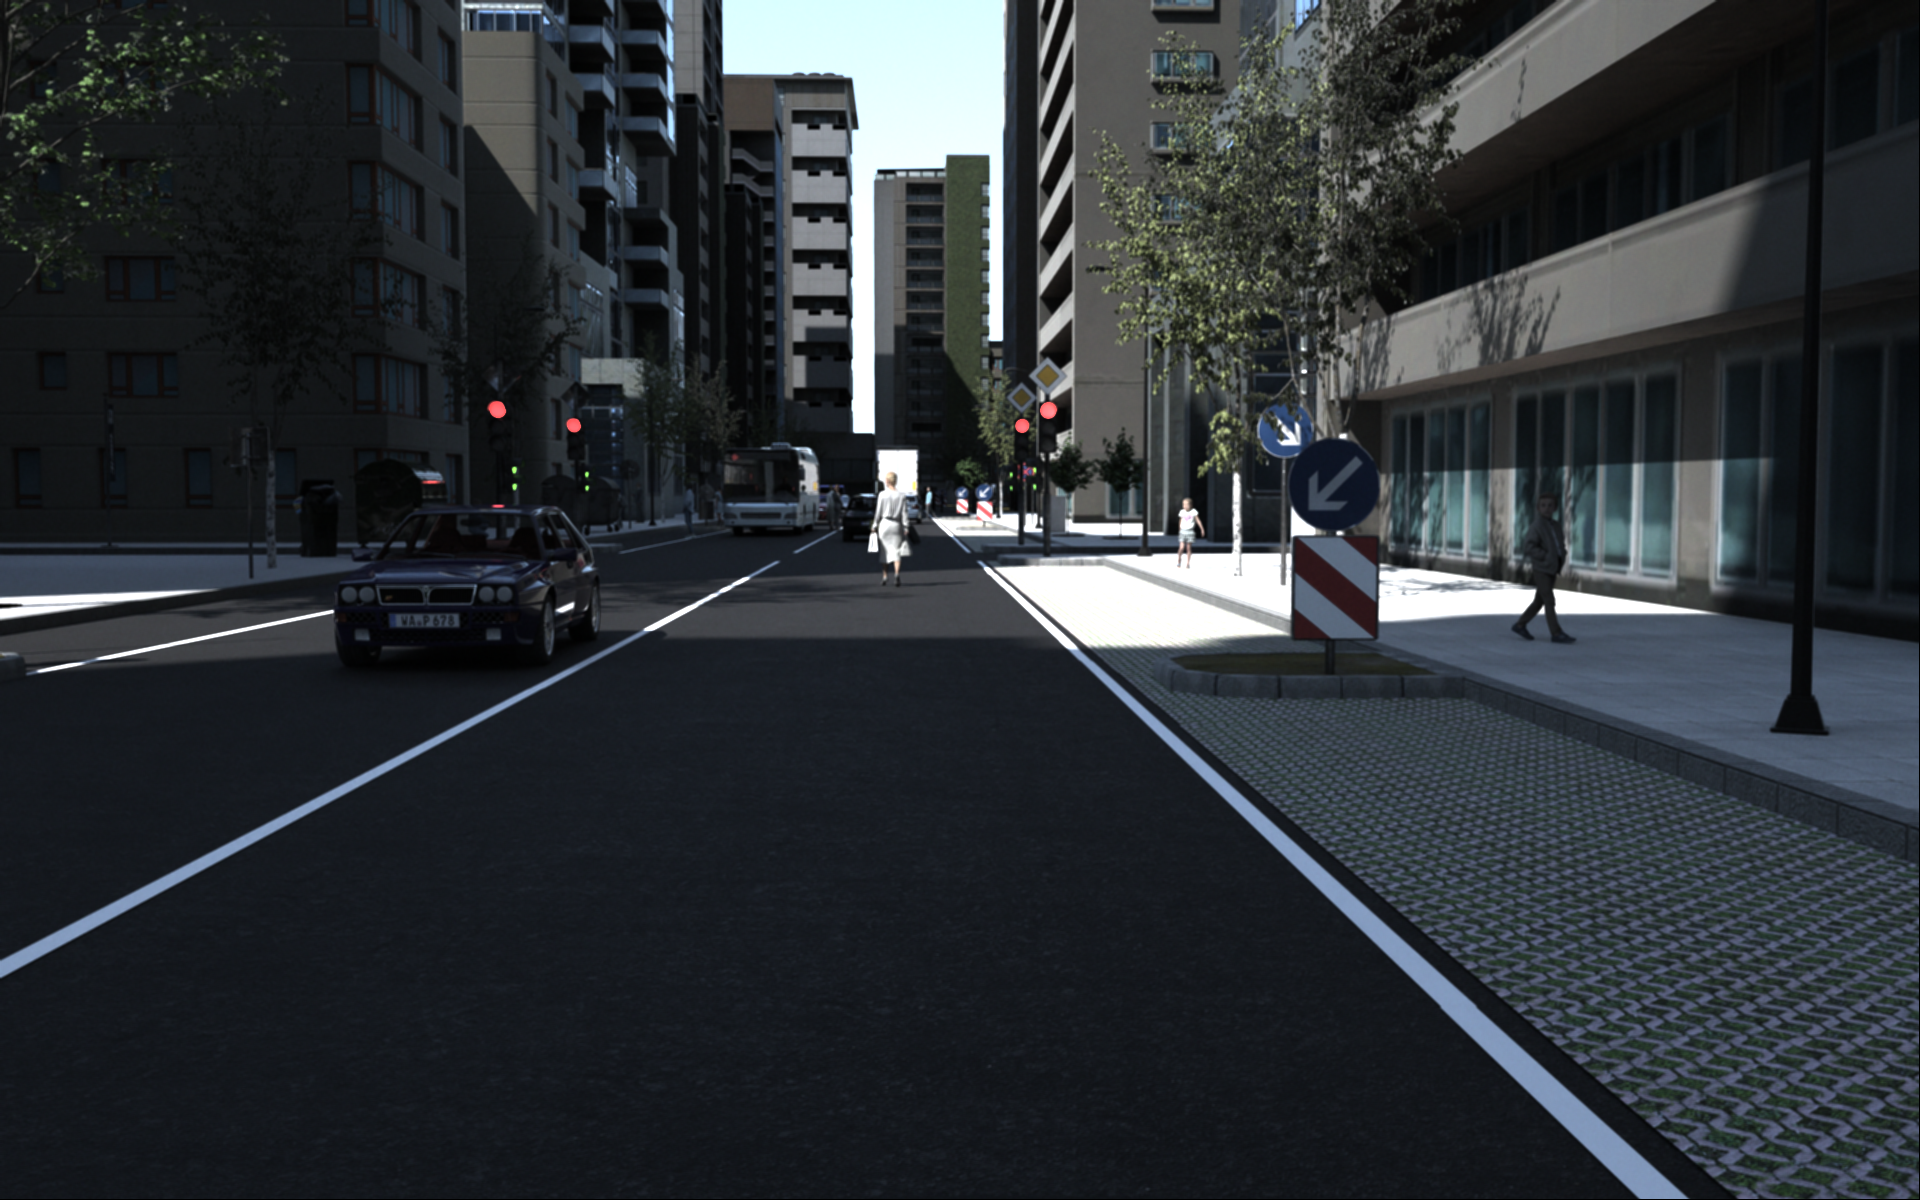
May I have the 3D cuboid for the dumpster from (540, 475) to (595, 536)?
[{"bbox_3d":[-12.012,-2.875,52.757,1.264,1.857,1.865,0,4,-2],"label":"dumpster"}]

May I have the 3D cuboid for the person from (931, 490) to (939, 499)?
[{"bbox_3d":[-2.648,-9.471,163.376,1.348,1.821,0.705,0,4,-6],"label":"person"}]

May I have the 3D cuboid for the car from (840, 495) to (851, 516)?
[{"bbox_3d":[-7.325,-5.622,104.279,2.083,1.381,4.827,0,4,0],"label":"car"}]

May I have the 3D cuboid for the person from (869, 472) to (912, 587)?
[{"bbox_3d":[-1.096,-1.104,26.907,0.694,1.780,0.624,0,4,4],"label":"person"}]

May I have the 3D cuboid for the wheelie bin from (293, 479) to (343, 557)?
[{"bbox_3d":[-13.105,-1.687,35.492,0.980,1.594,0.693,-3,5,-41],"label":"wheelie bin"}]

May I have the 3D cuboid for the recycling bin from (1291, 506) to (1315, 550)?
[{"bbox_3d":[7.391,-1.447,36.220,0.722,1.027,0.722,2,4,35],"label":"recycling bin"}]

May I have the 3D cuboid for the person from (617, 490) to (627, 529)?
[{"bbox_3d":[-12.637,-3.398,64.194,0.523,1.515,0.503,-2,4,-35],"label":"person"}]

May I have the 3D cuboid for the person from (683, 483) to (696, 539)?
[{"bbox_3d":[-8.736,-2.890,56.012,0.793,1.790,0.793,-2,4,-29],"label":"person"}]

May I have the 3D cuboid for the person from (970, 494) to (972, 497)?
[{"bbox_3d":[1.368,-9.041,154.548,1.217,1.739,0.721,2,4,31],"label":"person"}]

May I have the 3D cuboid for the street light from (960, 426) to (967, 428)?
[{"bbox_3d":[0.713,-8.902,118.089,1.470,5.913,1.316,0,4,-2],"label":"street light"}]

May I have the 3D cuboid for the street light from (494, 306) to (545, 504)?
[{"bbox_3d":[-10.958,-4.309,42.995,1.470,5.913,1.316,0,4,-2],"label":"street light"}]

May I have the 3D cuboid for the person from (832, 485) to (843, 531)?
[{"bbox_3d":[-4.629,-3.528,66.449,0.520,1.790,0.573,3,5,42],"label":"person"}]

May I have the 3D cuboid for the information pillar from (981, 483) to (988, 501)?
[{"bbox_3d":[1.594,-6.575,111.985,0.304,2.012,0.304,3,4,36],"label":"information pillar"}]

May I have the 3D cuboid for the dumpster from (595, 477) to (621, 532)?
[{"bbox_3d":[-12.220,-3.223,58.453,1.264,1.857,1.865,0,4,-2],"label":"dumpster"}]

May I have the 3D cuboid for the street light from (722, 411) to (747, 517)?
[{"bbox_3d":[-12.569,-7.580,96.467,1.470,5.913,1.316,0,4,-2],"label":"street light"}]

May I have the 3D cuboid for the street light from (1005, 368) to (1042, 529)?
[{"bbox_3d":[2.372,-5.587,63.881,1.470,5.913,1.316,0,4,-2],"label":"street light"}]

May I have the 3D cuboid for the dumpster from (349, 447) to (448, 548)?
[{"bbox_3d":[-11.448,-2.007,35.313,1.502,2.255,1.985,0,4,-2],"label":"dumpster"}]

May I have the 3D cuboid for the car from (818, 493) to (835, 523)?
[{"bbox_3d":[-6.994,-4.586,84.019,2.155,1.783,4.494,0,4,-2],"label":"car"}]

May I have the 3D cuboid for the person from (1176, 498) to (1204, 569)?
[{"bbox_3d":[3.953,-1.142,29.734,0.505,1.210,0.382,1,4,18],"label":"person"}]

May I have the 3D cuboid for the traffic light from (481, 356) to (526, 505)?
[{"bbox_3d":[-9.286,-2.828,35.166,0.839,4.253,0.868,0,4,-2],"label":"traffic light"}]

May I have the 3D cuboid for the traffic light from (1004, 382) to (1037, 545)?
[{"bbox_3d":[1.524,-3.338,43.502,0.839,4.253,0.868,0,4,-2],"label":"traffic light"}]

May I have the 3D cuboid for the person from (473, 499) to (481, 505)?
[{"bbox_3d":[-13.354,-2.246,48.268,0.738,1.151,1.012,-1,4,-15],"label":"person"}]

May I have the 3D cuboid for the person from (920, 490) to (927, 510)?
[{"bbox_3d":[-3.196,-9.019,155.976,1.348,1.822,0.705,1,4,9],"label":"person"}]

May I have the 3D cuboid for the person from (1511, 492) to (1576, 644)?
[{"bbox_3d":[5.089,-0.289,15.037,0.640,1.303,0.475,3,5,45],"label":"person"}]

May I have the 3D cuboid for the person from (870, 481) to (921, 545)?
[{"bbox_3d":[-1.834,-2.458,48.912,1.509,1.804,0.699,-1,4,-19],"label":"person"}]

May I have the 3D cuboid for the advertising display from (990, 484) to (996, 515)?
[{"bbox_3d":[2.019,-6.180,106.259,0.123,1.923,0.974,1,4,17],"label":"advertising display"}]

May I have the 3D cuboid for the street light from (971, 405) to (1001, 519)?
[{"bbox_3d":[1.475,-7.232,90.788,1.470,5.913,1.316,0,4,-2],"label":"street light"}]

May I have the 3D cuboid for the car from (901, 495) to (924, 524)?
[{"bbox_3d":[-2.735,-4.401,83.956,2.014,1.417,4.499,0,4,-1],"label":"car"}]

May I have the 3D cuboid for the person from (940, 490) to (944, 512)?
[{"bbox_3d":[-1.382,-7.672,134.861,0.530,1.710,0.541,3,4,37],"label":"person"}]

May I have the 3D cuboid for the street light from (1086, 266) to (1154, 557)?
[{"bbox_3d":[3.262,-3.846,35.418,1.470,5.913,1.316,0,4,-2],"label":"street light"}]

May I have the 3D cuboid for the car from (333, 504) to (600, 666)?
[{"bbox_3d":[-4.358,-0.190,15.681,1.945,1.354,3.894,0,4,-3],"label":"car"}]

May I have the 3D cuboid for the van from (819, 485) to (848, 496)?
[{"bbox_3d":[-8.580,-6.817,115.846,2.240,2.365,5.245,0,4,-4],"label":"van"}]

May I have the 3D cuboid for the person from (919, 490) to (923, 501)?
[{"bbox_3d":[-3.768,-9.829,169.212,0.705,1.823,1.348,-2,4,-24],"label":"person"}]

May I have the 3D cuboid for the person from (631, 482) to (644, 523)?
[{"bbox_3d":[-14.229,-4.292,76.397,0.590,1.801,0.661,-1,4,-19],"label":"person"}]

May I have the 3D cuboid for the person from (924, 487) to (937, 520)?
[{"bbox_3d":[-1.658,-5.393,96.542,0.748,1.841,0.638,0,4,-1],"label":"person"}]

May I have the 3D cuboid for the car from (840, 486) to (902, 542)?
[{"bbox_3d":[-2.718,-2.671,53.451,2.009,1.686,4.222,0,4,-1],"label":"car"}]

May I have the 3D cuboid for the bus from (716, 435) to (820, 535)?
[{"bbox_3d":[-6.812,-4.204,63.596,2.948,3.499,13.247,0,4,-1],"label":"bus"}]

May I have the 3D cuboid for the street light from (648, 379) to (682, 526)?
[{"bbox_3d":[-11.873,-5.946,69.760,1.470,5.913,1.316,0,4,-2],"label":"street light"}]

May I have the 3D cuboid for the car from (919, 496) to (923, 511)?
[{"bbox_3d":[-4.127,-8.226,146.848,2.083,1.381,4.827,0,4,-3],"label":"car"}]

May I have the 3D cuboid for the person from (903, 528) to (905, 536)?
[{"bbox_3d":[-2.218,-3.057,58.836,0.623,1.781,0.721,3,5,43],"label":"person"}]

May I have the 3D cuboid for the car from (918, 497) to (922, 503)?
[{"bbox_3d":[-4.060,-7.923,141.538,2.014,1.417,4.499,0,4,-3],"label":"car"}]

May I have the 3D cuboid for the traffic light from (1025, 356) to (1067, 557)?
[{"bbox_3d":[1.769,-2.850,35.521,0.839,4.253,0.868,0,4,-2],"label":"traffic light"}]

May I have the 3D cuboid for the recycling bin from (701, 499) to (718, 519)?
[{"bbox_3d":[-13.094,-4.775,90.620,0.722,1.027,0.722,1,4,10],"label":"recycling bin"}]

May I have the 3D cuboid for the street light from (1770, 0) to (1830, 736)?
[{"bbox_3d":[4.006,-2.241,9.185,1.470,5.913,1.316,0,4,-2],"label":"street light"}]

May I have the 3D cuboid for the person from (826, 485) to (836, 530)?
[{"bbox_3d":[-5.079,-3.664,68.634,0.478,1.798,0.641,0,4,5],"label":"person"}]

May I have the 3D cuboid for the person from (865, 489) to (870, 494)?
[{"bbox_3d":[-7.294,-7.855,136.860,1.348,1.831,0.705,-2,4,-30],"label":"person"}]

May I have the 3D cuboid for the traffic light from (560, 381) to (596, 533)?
[{"bbox_3d":[-9.532,-3.317,43.148,0.839,4.253,0.868,0,4,-2],"label":"traffic light"}]

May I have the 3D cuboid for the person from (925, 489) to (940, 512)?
[{"bbox_3d":[-2.204,-8.106,140.999,1.348,1.831,0.705,1,4,16],"label":"person"}]

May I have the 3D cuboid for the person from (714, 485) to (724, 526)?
[{"bbox_3d":[-10.368,-4.064,75.042,0.616,1.811,0.778,-3,4,-38],"label":"person"}]
